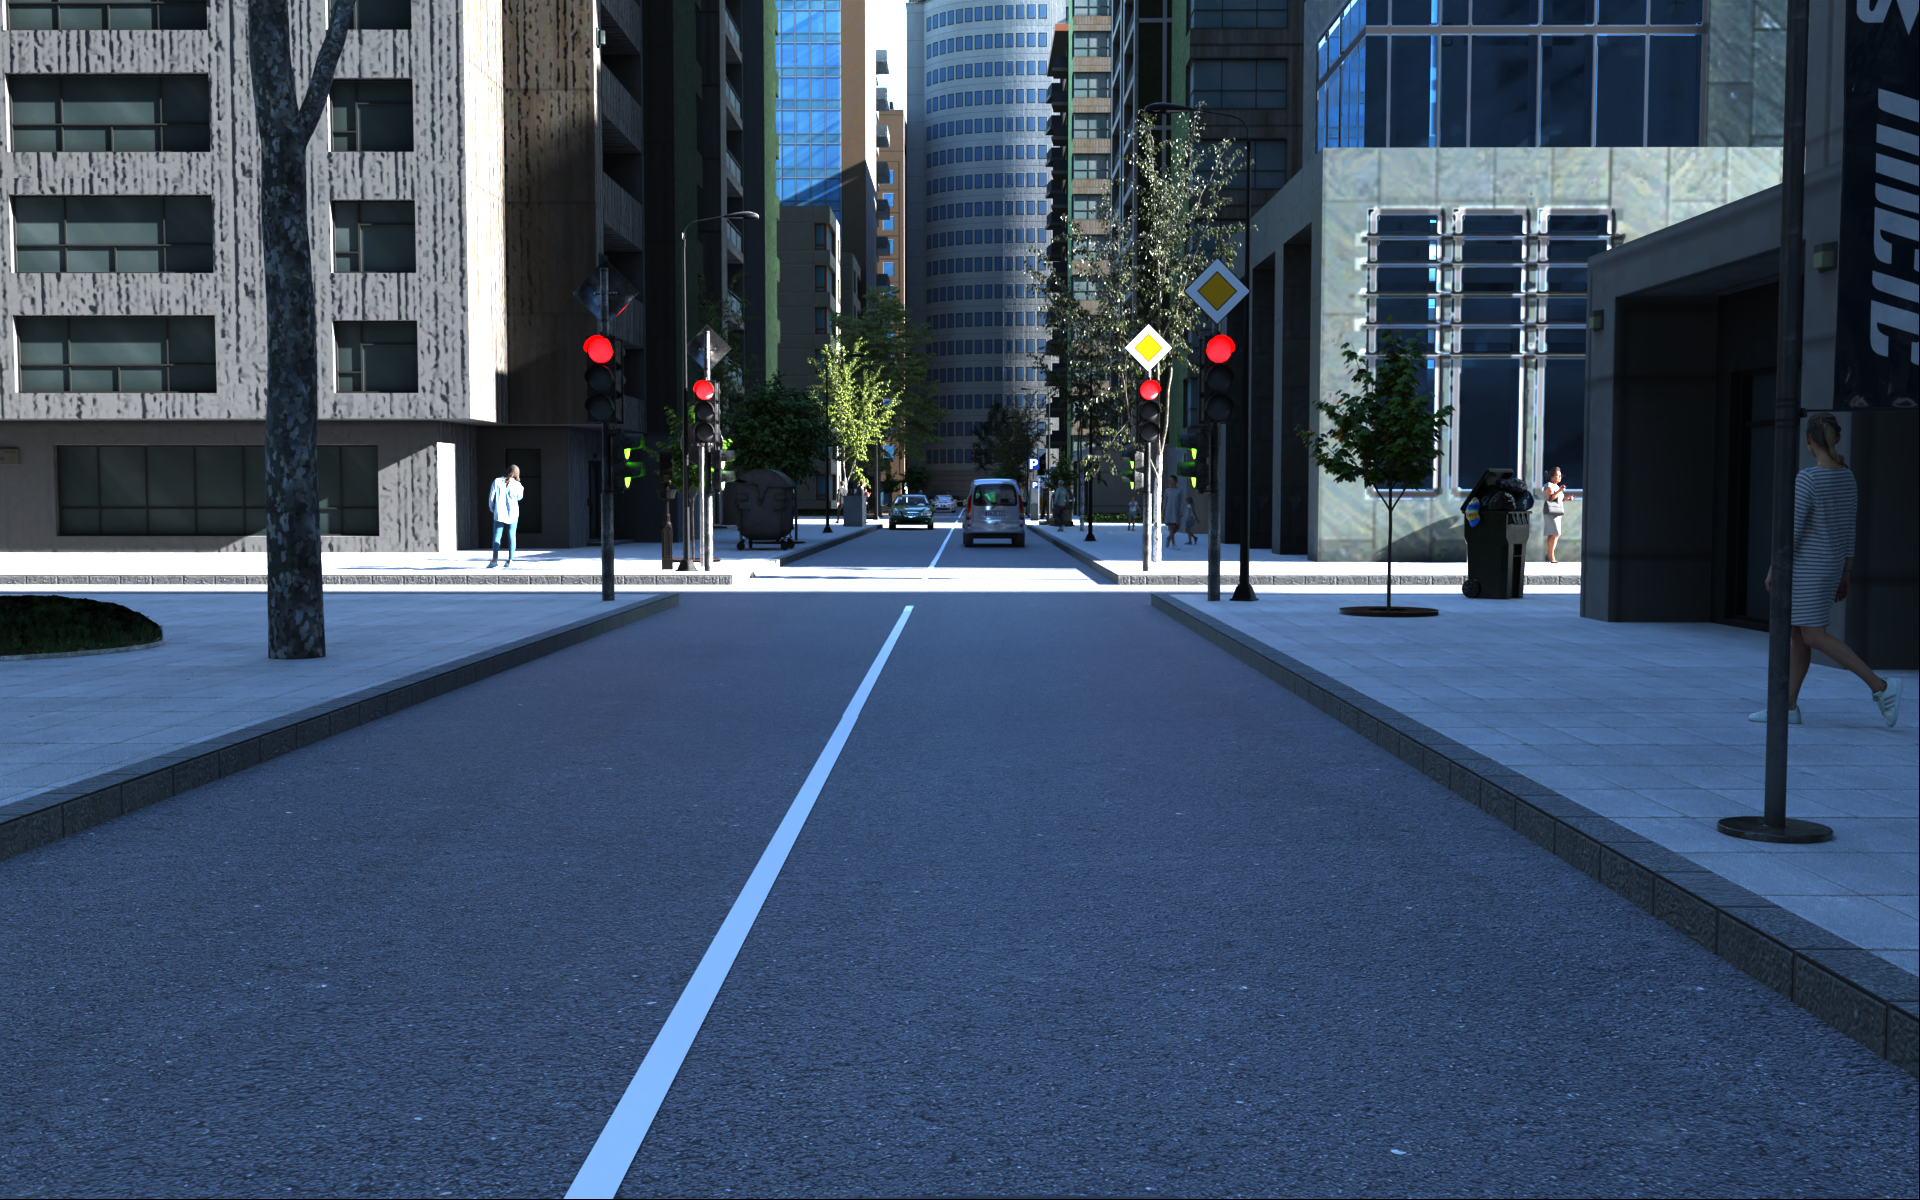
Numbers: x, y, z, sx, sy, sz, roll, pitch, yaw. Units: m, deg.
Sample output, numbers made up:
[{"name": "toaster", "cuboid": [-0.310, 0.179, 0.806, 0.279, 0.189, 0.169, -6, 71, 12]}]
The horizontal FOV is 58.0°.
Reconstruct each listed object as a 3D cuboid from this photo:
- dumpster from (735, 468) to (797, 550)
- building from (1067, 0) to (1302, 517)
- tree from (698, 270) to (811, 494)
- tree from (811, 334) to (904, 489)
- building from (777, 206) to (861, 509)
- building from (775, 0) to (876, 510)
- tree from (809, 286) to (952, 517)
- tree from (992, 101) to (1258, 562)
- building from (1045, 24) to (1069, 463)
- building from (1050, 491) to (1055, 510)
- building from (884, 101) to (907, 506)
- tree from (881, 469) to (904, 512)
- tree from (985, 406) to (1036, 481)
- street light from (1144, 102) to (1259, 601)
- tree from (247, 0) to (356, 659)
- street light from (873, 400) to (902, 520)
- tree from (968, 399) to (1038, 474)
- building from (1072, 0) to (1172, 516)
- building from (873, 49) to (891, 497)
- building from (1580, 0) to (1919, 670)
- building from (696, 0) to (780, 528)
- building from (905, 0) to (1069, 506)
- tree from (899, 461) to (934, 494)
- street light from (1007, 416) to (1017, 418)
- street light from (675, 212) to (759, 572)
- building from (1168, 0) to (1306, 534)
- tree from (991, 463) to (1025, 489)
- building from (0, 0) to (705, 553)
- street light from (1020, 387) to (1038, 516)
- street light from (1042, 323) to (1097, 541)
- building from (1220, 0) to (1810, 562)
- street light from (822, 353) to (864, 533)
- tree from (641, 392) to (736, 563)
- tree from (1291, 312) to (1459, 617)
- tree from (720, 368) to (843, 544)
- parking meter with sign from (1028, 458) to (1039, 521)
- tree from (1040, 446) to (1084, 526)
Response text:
[{"name": "dumpster", "cuboid": [-4.496, -2.097, 40.050, 1.264, 1.857, 1.865, 0, 4, 0]}, {"name": "building", "cuboid": [14.145, -26.433, 115.777, 14.154, 41.232, 14.086, 0, 4, 0]}, {"name": "tree", "cuboid": [-7.980, -6.346, 54.115, 4.737, 8.622, 4.395, 0, 3, 0]}, {"name": "tree", "cuboid": [-5.063, -7.926, 79.946, 4.737, 8.622, 4.395, 0, 3, 0]}, {"name": "building", "cuboid": [-21.525, -16.735, 118.650, 27.650, 21.520, 28.899, 0, 4, 0]}, {"name": "building", "cuboid": [-14.029, -29.925, 139.382, 14.600, 45.320, 14.200, 0, 4, 0]}, {"name": "tree", "cuboid": [-4.345, -10.770, 94.214, 7.486, 12.596, 7.792, 0, 3, 0]}, {"name": "tree", "cuboid": [3.556, -5.029, 32.582, 4.360, 8.622, 3.978, 0, 3, 0]}, {"name": "building", "cuboid": [19.249, -31.008, 161.606, 22.147, 44.769, 28.867, 0, 4, 0]}, {"name": "building", "cuboid": [23.518, -27.087, 134.748, 32.217, 40.220, 23.993, 0, 4, 0]}, {"name": "building", "cuboid": [-13.198, -33.487, 197.621, 14.200, 45.320, 14.600, 0, 4, 0]}, {"name": "tree", "cuboid": [-5.000, -7.794, 122.040, 1.663, 3.219, 1.824, 0, 3, 0]}, {"name": "tree", "cuboid": [4.421, -11.805, 143.370, 4.737, 8.622, 4.395, 0, 3, 0]}, {"name": "street light", "cuboid": [2.887, -2.947, 20.723, 1.470, 5.913, 1.316, 0, 4, 0]}, {"name": "tree", "cuboid": [-5.972, -9.533, 11.756, 12.611, 20.169, 13.585, 0, 3, 0]}, {"name": "street light", "cuboid": [-3.586, -6.916, 85.620, 1.470, 5.913, 1.316, 0, 4, 0]}, {"name": "tree", "cuboid": [4.206, -14.252, 167.433, 7.601, 10.594, 8.767, 1, 4, 10]}, {"name": "building", "cuboid": [16.932, -39.993, 92.139, 20.563, 71.187, 20.611, 0, 4, 0]}, {"name": "building", "cuboid": [-22.081, -33.302, 164.091, 30.456, 49.044, 23.786, 0, 4, 0]}, {"name": "building", "cuboid": [16.619, -34.700, 5.601, 20.563, 71.187, 20.611, 0, 4, 0]}, {"name": "building", "cuboid": [-14.555, -23.301, 64.573, 14.154, 41.232, 14.086, 0, 4, 0]}, {"name": "building", "cuboid": [8.025, -40.222, 199.623, 28.212, 58.520, 21.231, 0, 4, 0]}, {"name": "tree", "cuboid": [-4.284, -11.486, 171.516, 4.285, 4.588, 4.351, 0, 3, 0]}, {"name": "street light", "cuboid": [3.489, -8.019, 103.644, 1.470, 5.913, 1.316, 0, 4, 0]}, {"name": "street light", "cuboid": [-4.007, -3.431, 28.643, 1.470, 5.913, 1.316, 0, 4, 0]}, {"name": "building", "cuboid": [14.365, -23.109, 61.435, 14.154, 41.232, 14.086, 0, 4, 0]}, {"name": "tree", "cuboid": [4.466, -10.459, 154.713, 4.285, 4.588, 4.351, 0, 3, 0]}, {"name": "building", "cuboid": [-14.492, -16.584, 42.845, 14.160, 30.474, 14.107, 0, 4, 0]}, {"name": "street light", "cuboid": [3.331, -6.290, 75.385, 1.470, 5.913, 1.316, 0, 4, 0]}, {"name": "street light", "cuboid": [3.017, -4.562, 47.127, 1.470, 5.913, 1.316, 0, 4, 0]}, {"name": "building", "cuboid": [22.313, -44.546, 41.004, 31.000, 86.520, 22.319, 0, 4, 0]}, {"name": "street light", "cuboid": [-3.857, -5.188, 57.361, 1.470, 5.913, 1.316, 0, 4, 0]}, {"name": "tree", "cuboid": [-4.992, -2.328, 32.668, 1.663, 3.219, 1.824, 0, 3, 0]}, {"name": "tree", "cuboid": [4.639, -1.465, 18.561, 1.663, 3.219, 1.824, 0, 3, 0]}, {"name": "tree", "cuboid": [-4.679, -3.749, 45.013, 4.285, 4.588, 4.351, 0, 3, 0]}, {"name": "parking meter with sign", "cuboid": [3.592, -5.358, 83.857, 0.543, 3.016, 1.738, 0, 4, 0]}, {"name": "tree", "cuboid": [4.076, -4.598, 69.784, 1.663, 3.219, 1.824, 0, 3, 0]}]
